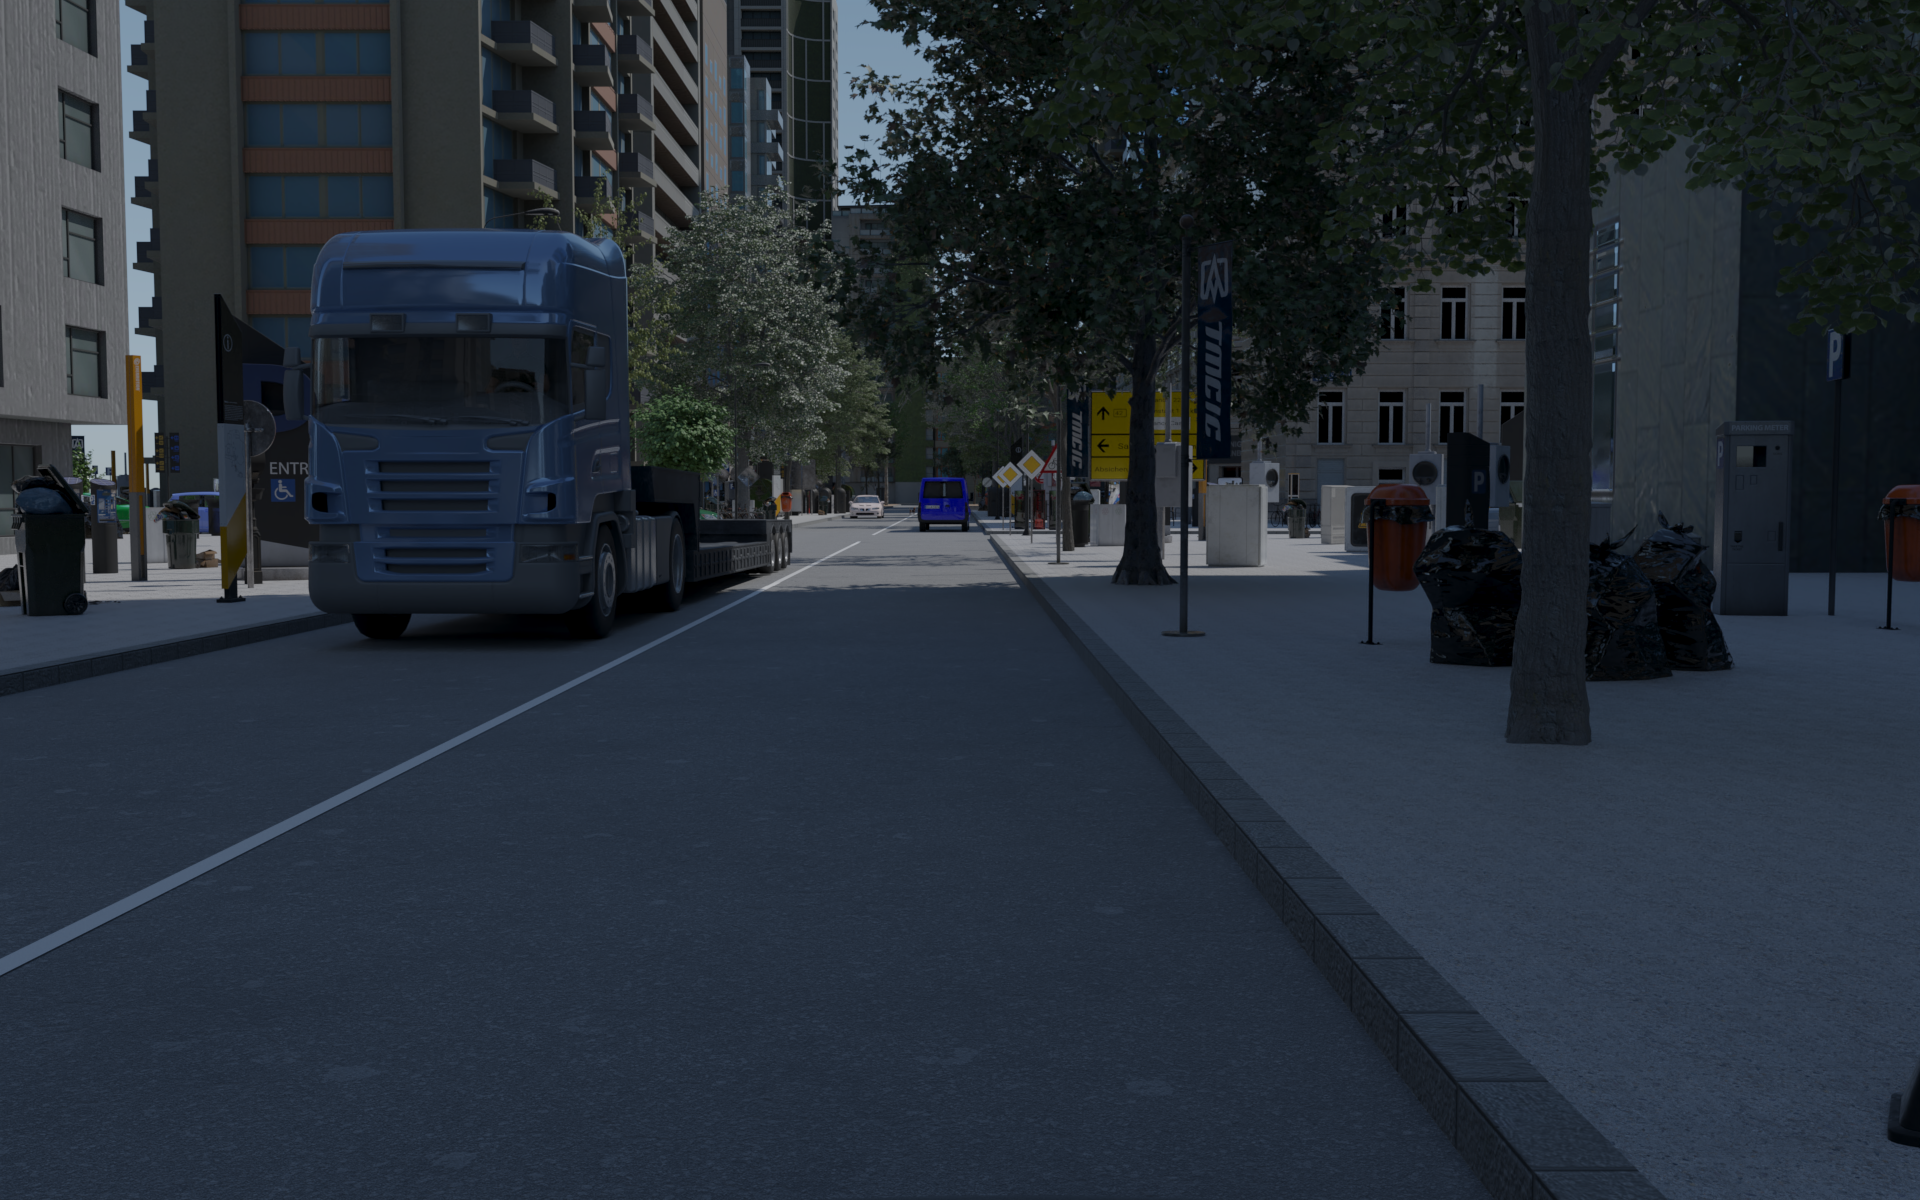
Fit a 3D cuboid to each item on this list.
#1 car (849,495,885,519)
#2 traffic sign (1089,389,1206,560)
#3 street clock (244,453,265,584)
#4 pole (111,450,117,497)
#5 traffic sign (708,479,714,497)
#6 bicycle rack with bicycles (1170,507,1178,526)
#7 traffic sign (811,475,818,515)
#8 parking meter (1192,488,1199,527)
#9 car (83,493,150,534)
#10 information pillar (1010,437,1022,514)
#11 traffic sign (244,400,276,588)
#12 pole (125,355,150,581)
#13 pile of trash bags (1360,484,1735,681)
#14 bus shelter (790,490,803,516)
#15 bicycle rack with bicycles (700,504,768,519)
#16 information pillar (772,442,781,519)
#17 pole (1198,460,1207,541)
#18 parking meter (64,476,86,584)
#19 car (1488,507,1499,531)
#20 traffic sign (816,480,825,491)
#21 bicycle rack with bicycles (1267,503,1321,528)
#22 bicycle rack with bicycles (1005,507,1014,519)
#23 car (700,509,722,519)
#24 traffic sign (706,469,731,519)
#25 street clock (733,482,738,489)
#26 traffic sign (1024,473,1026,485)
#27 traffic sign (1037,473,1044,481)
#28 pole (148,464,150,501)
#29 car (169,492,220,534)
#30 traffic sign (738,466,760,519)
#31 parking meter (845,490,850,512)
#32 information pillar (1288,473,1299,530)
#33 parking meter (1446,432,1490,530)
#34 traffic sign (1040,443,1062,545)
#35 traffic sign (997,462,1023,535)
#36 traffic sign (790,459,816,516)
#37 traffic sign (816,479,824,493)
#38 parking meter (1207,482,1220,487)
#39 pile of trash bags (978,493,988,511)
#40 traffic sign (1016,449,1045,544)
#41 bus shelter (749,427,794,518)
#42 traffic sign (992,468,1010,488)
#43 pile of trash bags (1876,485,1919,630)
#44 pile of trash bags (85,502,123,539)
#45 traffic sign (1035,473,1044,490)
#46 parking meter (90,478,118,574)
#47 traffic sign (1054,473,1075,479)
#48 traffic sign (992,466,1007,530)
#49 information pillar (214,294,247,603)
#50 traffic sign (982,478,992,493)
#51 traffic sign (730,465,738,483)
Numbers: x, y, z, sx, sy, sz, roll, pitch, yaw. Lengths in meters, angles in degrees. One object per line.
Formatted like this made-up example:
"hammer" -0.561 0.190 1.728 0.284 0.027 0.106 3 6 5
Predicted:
"car" -5.462 -5.482 101.989 2.083 1.381 4.827 0 4 0
"traffic sign" 3.655 -2.442 33.804 2.265 3.308 0.079 0 4 5
"street clock" -10.070 -1.227 24.627 0.471 2.002 0.358 3 5 44
"pole" -39.496 -5.323 80.866 0.158 3.312 0.155 0 3 0
"traffic sign" -10.973 -4.693 76.836 0.768 2.556 0.104 0 4 6
"bicycle rack with bicycles" 7.280 -3.461 69.973 2.925 0.926 2.852 -1 4 -14
"traffic sign" -9.215 -6.578 107.650 0.768 2.556 0.104 0 4 4
"parking meter" 9.271 -3.634 67.824 0.372 1.533 0.369 0 3 0
"car" -29.257 -2.964 57.263 4.718 1.807 1.959 0 4 0
"information pillar" 2.293 -4.823 70.216 0.504 3.616 0.183 0 4 1
"traffic sign" -9.670 -1.433 23.538 0.768 2.556 0.104 0 4 4
"pole" -12.134 -1.937 25.516 0.158 3.312 0.155 0 3 0
"pile of trash bags" 4.330 -0.236 13.618 1.912 1.369 3.447 -2 4 -26
"bus shelter" -10.054 -6.766 104.541 2.014 3.302 5.546 0 4 0
"bicycle rack with bicycles" -8.529 -3.155 64.958 2.925 0.926 2.852 -1 4 -12
"information pillar" -8.204 -5.255 77.274 0.183 3.616 0.504 2 4 34
"pole" 6.676 -3.290 47.638 0.158 3.312 0.155 0 3 0
"parking meter" -12.735 -1.001 24.773 0.372 1.533 0.369 0 3 0
"car" 16.921 -2.819 58.090 4.499 1.417 2.014 0 4 1
"traffic sign" -10.203 -7.620 126.716 0.606 2.300 0.079 0 4 1
"bicycle rack with bicycles" 13.189 -3.298 67.308 2.852 0.926 2.925 2 4 35
"bicycle rack with bicycles" 3.633 -4.731 90.733 2.852 0.926 2.925 -2 4 -34
"car" -10.411 -2.840 58.236 4.920 1.459 2.131 0 4 0
"traffic sign" -7.490 -3.057 53.618 0.795 2.450 0.064 0 4 0
"street clock" -11.461 -5.183 89.312 0.471 2.002 0.358 2 4 35
"traffic sign" 2.989 -4.911 82.429 0.606 2.300 0.079 0 4 5
"traffic sign" 3.475 -4.185 68.435 0.884 2.594 0.081 0 4 7
"pole" -47.787 -6.608 101.889 0.158 3.312 0.155 0 3 0
"car" -23.963 -2.853 56.235 3.694 1.707 1.945 0 4 0
"traffic sign" -7.511 -3.545 61.603 0.795 2.450 0.064 0 4 0
"parking meter" -7.851 -6.878 120.868 0.372 1.533 0.369 0 3 0
"information pillar" 11.896 -3.504 61.788 0.304 2.012 0.304 -1 4 -10
"parking meter" 4.858 -0.665 16.579 0.399 1.863 0.255 -3 4 -39
"traffic sign" 2.466 -2.688 43.961 0.884 2.594 0.081 0 4 0
"traffic sign" 1.554 -3.057 53.620 0.795 2.450 0.064 0 4 0
"traffic sign" -9.599 -6.588 101.588 2.265 3.308 0.079 0 4 5
"traffic sign" -10.218 -7.590 125.278 0.795 2.450 0.064 0 4 3
"parking meter" 5.450 -1.748 36.998 0.372 1.533 0.369 0 3 0
"pile of trash bags" 2.221 -7.405 130.816 1.912 1.369 3.447 0 4 5
"traffic sign" 1.853 -2.668 44.802 0.795 2.450 0.064 0 4 0
"bus shelter" -10.699 -7.226 95.785 2.179 5.291 8.768 0 3 0
"traffic sign" 3.603 -8.496 132.780 2.265 3.308 0.079 1 4 9
"pile of trash bags" 9.411 -0.327 15.105 1.912 1.369 3.447 -1 4 -15
"pile of trash bags" -25.693 -2.401 49.004 3.447 1.369 1.912 -3 5 -43
"traffic sign" 3.952 -5.099 83.481 0.768 2.556 0.104 0 4 4
"parking meter" -13.824 -1.197 27.977 0.372 1.533 0.369 0 3 0
"traffic sign" 2.982 -2.897 49.494 0.606 2.300 0.079 0 4 1
"traffic sign" 1.533 -3.545 61.606 0.795 2.450 0.064 0 4 0
"information pillar" -8.647 -1.785 20.539 0.183 3.616 0.504 0 4 5
"traffic sign" 2.089 -8.131 133.050 0.768 2.556 0.104 0 4 3
"traffic sign" -9.804 -4.681 76.646 0.768 2.556 0.104 0 4 8
